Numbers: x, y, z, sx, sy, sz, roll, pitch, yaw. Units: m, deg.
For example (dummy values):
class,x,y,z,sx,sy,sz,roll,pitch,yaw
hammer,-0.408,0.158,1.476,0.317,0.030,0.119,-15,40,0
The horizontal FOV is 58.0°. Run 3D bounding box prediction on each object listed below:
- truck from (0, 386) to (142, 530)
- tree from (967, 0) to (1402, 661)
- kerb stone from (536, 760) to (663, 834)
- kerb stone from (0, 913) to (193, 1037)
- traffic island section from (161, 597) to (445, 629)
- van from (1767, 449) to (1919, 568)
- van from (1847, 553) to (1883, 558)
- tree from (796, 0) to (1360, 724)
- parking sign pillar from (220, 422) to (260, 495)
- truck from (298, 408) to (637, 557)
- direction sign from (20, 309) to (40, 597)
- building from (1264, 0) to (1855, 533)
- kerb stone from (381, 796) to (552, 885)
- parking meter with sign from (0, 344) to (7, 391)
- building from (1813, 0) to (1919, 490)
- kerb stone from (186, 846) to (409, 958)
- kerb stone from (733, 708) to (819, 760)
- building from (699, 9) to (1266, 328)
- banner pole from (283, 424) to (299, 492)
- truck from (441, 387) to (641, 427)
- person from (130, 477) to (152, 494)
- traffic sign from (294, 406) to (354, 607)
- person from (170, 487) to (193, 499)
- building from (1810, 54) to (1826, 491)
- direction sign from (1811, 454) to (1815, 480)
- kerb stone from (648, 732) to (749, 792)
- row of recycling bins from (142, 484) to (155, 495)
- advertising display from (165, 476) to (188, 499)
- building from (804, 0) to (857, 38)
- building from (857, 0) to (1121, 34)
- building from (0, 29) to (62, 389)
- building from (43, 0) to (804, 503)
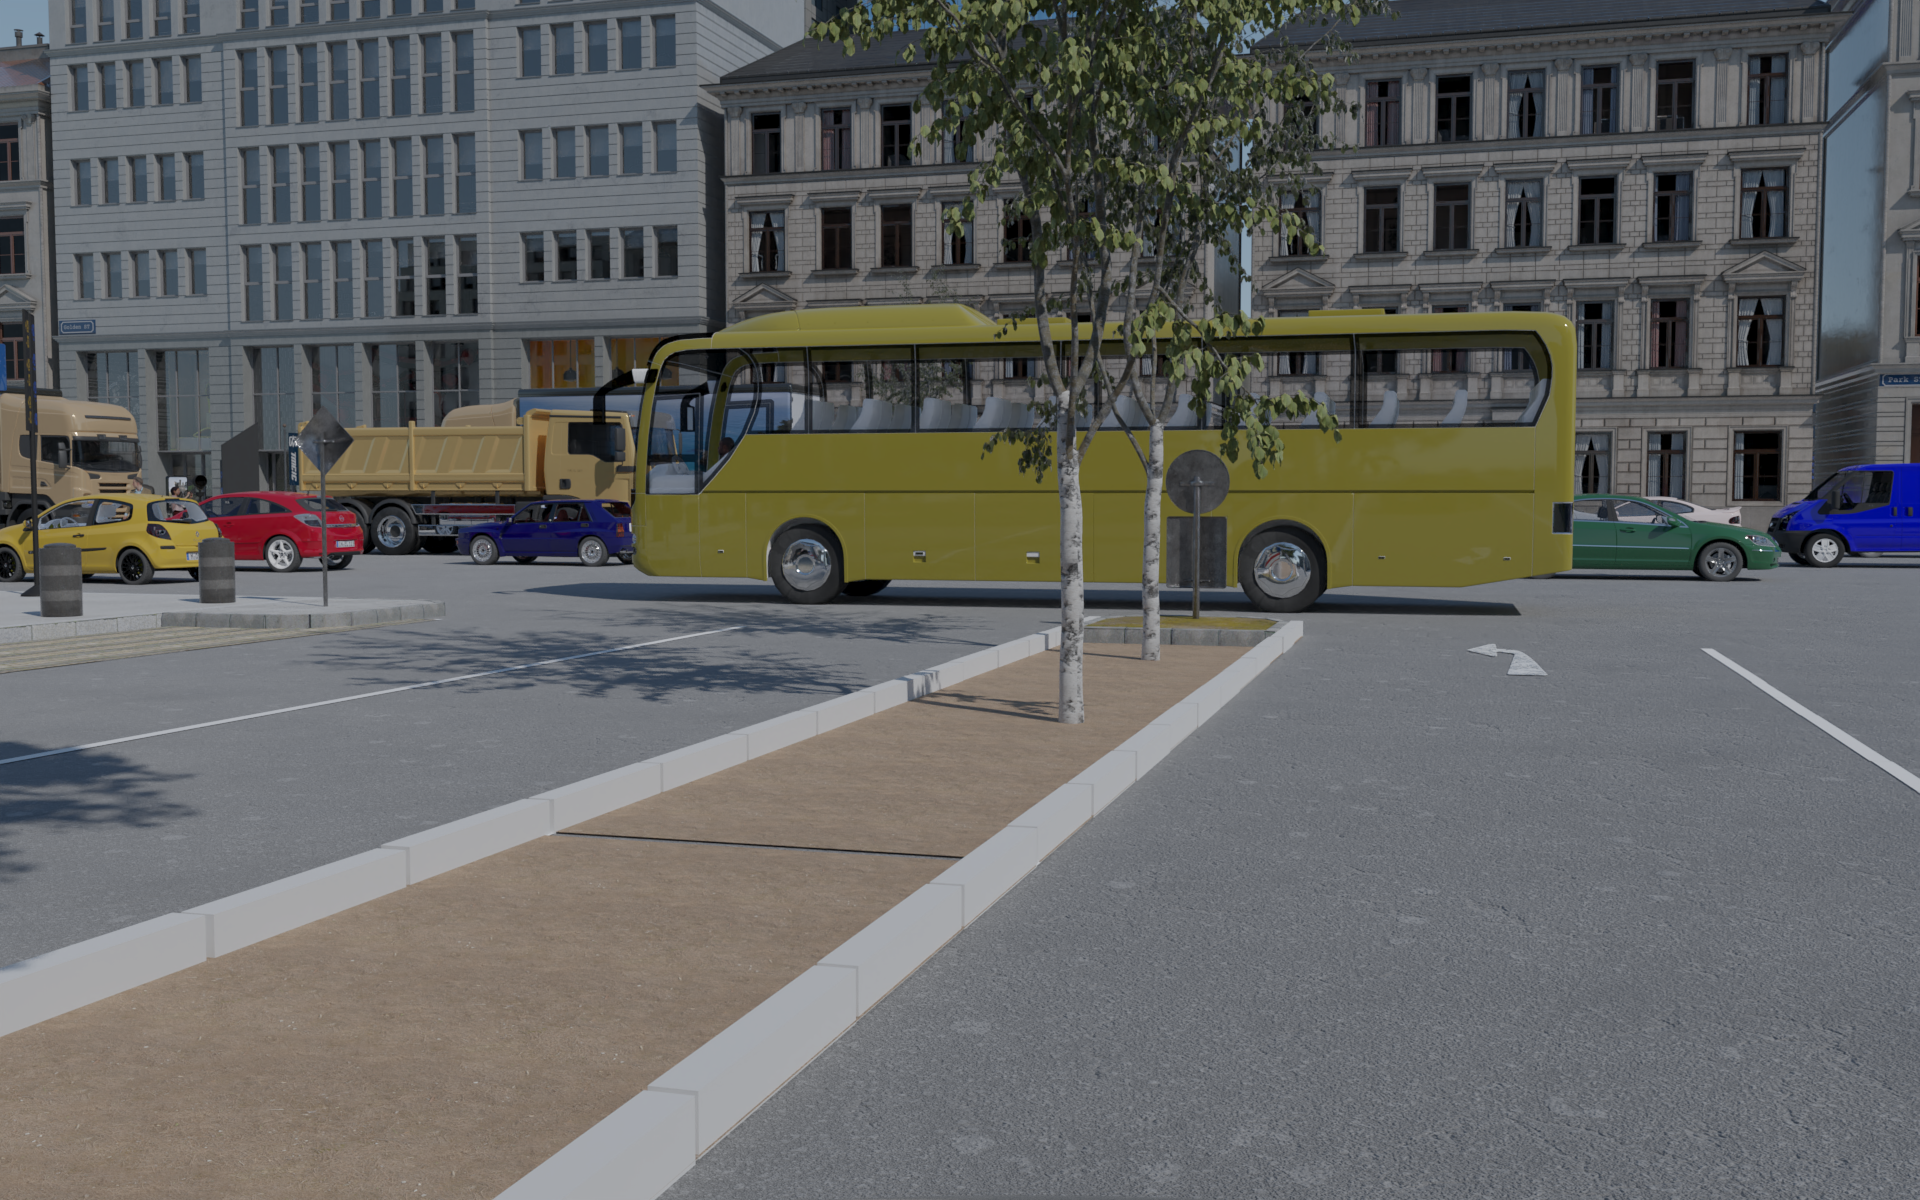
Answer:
class,x,y,z,sx,sy,sz,roll,pitch,yaw
truck,-26.549,-3.490,45.978,11.283,4.237,2.839,1,4,16
tree,1.689,-3.793,14.842,4.360,8.622,3.978,0,3,0
kerb stone,-1.624,0.882,7.780,0.120,0.150,1.000,1,4,16
kerb stone,-2.496,1.063,4.815,0.120,0.150,1.000,1,4,16
traffic island section,-7.260,0.154,19.768,2.009,0.180,2.903,1,4,16
van,18.678,-1.804,33.879,5.245,2.365,2.240,1,4,15
van,21.878,-1.967,39.168,4.112,2.044,2.013,1,4,16
tree,0.666,-3.516,10.306,4.737,8.622,4.395,0,3,0
parking sign pillar,-26.840,-4.653,64.542,1.447,3.967,1.447,-2,4,-34
truck,-10.638,-2.747,40.844,9.791,3.379,3.469,1,4,15
direction sign,-11.603,-1.815,21.675,0.379,3.537,0.876,-1,4,-21
building,19.991,-12.067,61.921,19.286,19.102,10.561,1,4,16
kerb stone,-1.918,0.942,6.797,0.120,0.150,1.000,1,4,16
parking meter with sign,-11.881,-1.484,20.527,1.738,3.016,0.543,3,5,42
building,39.469,-13.428,55.703,21.152,22.565,11.583,1,4,16
kerb stone,-2.203,1.008,5.805,0.120,0.150,1.000,1,4,16
kerb stone,-1.046,0.761,9.751,0.120,0.150,1.000,1,4,16
building,1.172,-12.333,66.270,19.286,19.102,10.561,1,4,16
banner pole,-23.998,-4.409,62.099,0.401,3.779,0.863,2,4,26
truck,-9.264,-3.537,46.742,11.283,4.237,2.839,1,4,17
person,-19.405,-1.989,40.937,0.656,1.842,0.836,-2,4,-31
traffic sign,-7.235,-0.982,19.699,0.795,2.450,0.064,1,4,16
person,-22.397,-2.439,49.844,0.566,1.644,0.517,2,4,33
building,109.524,-40.616,206.063,28.212,58.520,21.231,1,4,16
direction sign,48.210,-6.516,98.537,0.876,3.537,0.379,-1,4,-10
kerb stone,-1.334,0.822,8.765,0.120,0.150,1.000,1,4,16
row of recycling bins,-33.684,-3.841,69.912,1.069,1.692,3.534,0,4,7
advertising display,-27.900,-3.457,61.741,0.123,1.923,0.974,1,4,17
building,-20.546,-44.550,166.641,20.611,71.187,20.563,1,4,16
building,3.885,-51.689,157.794,31.000,86.520,22.319,1,4,16
building,-46.867,-14.972,80.954,21.152,22.565,11.583,1,4,16
building,-22.388,-18.116,73.681,29.804,29.767,11.434,1,4,16
